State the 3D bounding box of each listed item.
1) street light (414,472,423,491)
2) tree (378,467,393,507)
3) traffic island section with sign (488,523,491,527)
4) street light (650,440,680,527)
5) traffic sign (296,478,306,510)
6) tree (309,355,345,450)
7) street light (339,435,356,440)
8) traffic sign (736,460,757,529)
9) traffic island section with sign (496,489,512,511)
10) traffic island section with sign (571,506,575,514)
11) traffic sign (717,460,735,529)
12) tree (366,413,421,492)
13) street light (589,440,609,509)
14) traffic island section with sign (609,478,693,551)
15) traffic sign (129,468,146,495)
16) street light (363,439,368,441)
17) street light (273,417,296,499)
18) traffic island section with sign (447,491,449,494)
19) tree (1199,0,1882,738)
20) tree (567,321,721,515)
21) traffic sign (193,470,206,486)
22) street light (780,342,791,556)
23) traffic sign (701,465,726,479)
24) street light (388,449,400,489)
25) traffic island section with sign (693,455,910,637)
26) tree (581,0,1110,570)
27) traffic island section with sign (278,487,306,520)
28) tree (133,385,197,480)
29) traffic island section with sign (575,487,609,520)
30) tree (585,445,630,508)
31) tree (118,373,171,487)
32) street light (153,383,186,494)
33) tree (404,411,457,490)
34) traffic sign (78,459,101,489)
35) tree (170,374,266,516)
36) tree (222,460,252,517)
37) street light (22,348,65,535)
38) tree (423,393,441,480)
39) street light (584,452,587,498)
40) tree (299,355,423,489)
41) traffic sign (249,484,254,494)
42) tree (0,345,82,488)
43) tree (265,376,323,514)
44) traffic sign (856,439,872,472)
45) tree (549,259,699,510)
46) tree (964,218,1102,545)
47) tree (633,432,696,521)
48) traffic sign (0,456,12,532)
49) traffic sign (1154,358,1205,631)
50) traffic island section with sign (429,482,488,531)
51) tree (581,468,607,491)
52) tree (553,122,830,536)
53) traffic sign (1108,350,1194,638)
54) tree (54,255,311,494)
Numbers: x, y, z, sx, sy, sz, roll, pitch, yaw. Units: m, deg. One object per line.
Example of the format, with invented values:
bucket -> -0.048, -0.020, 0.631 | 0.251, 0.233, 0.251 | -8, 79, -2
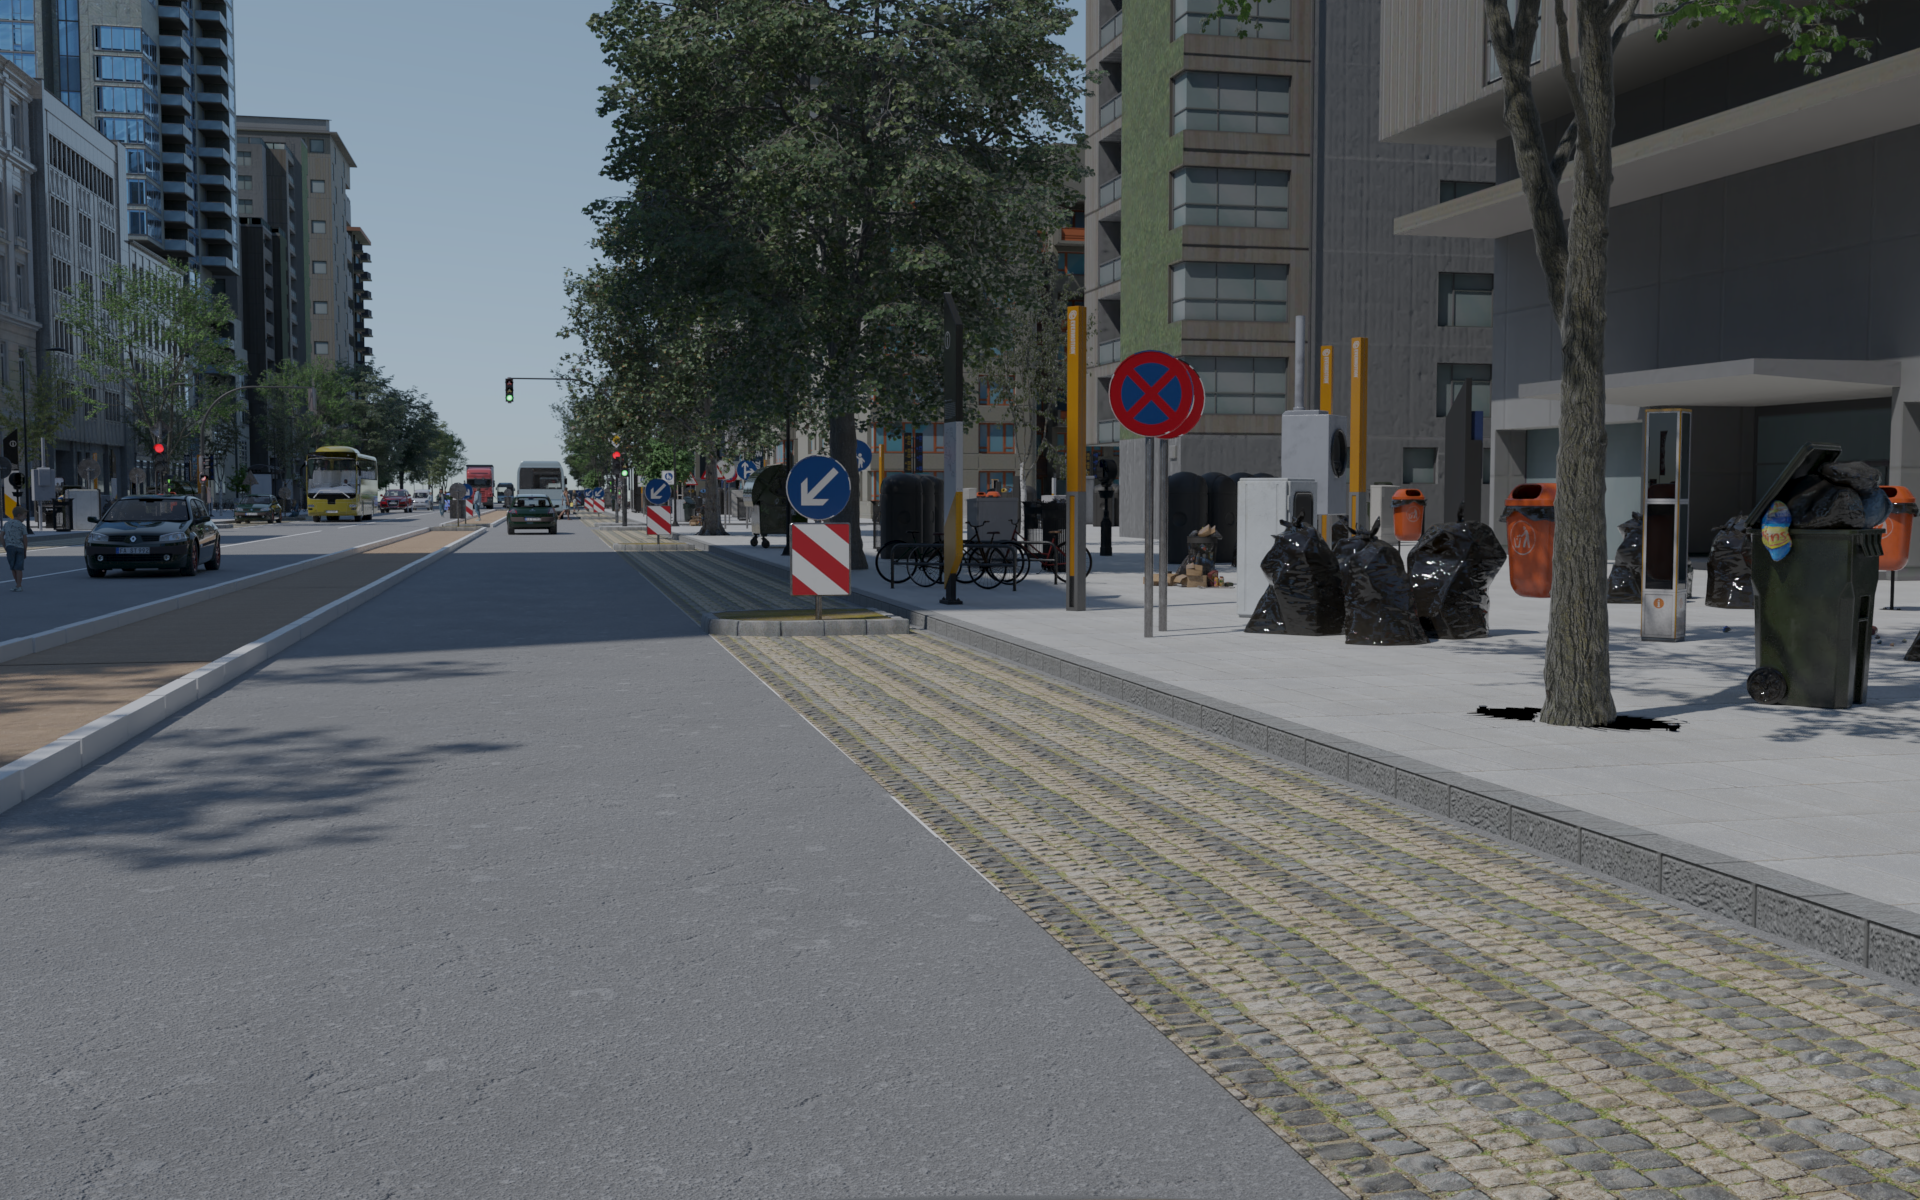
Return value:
street light -> -65.804, -14.556, 210.526 | 1.470, 5.913, 1.316 | -1, 4, -13
tree -> -59.233, -11.728, 175.464 | 4.285, 4.588, 4.351 | 0, 3, 0
traffic island section with sign -> -21.267, -4.065, 74.593 | 2.006, 1.907, 1.989 | -1, 4, -13
street light -> -11.771, -5.846, 68.125 | 1.470, 5.913, 1.316 | -1, 4, -13
traffic sign -> -53.619, -8.610, 140.881 | 0.768, 2.556, 0.104 | 0, 4, -4
tree -> -48.501, -12.447, 129.260 | 9.928, 11.665, 9.643 | 0, 3, 0
street light -> -48.196, -10.012, 136.233 | 1.470, 5.913, 1.316 | -1, 4, -13
traffic sign -> -7.903, -3.924, 64.257 | 0.768, 2.556, 0.104 | 0, 4, -6
traffic island section with sign -> -38.578, -8.537, 147.718 | 2.006, 1.907, 1.989 | -1, 4, -13
traffic island section with sign -> -26.718, -7.059, 124.041 | 1.989, 1.847, 2.006 | -1, 4, -13
traffic sign -> -8.611, -3.877, 63.491 | 0.768, 2.556, 0.104 | -1, 4, -9
tree -> -61.990, -15.483, 187.562 | 8.767, 10.594, 7.601 | 1, 4, 19
street light -> -31.053, -10.838, 149.735 | 1.470, 5.913, 1.316 | -1, 4, -13
traffic island section with sign -> -7.903, -2.194, 44.502 | 1.989, 1.847, 2.006 | -1, 4, -13
traffic sign -> -39.552, -5.088, 83.289 | 0.768, 2.556, 0.104 | 0, 4, -7
street light -> -50.832, -10.656, 146.774 | 1.470, 5.913, 1.316 | -1, 4, -13
street light -> -40.610, -8.048, 104.119 | 1.470, 5.913, 1.316 | -1, 4, -13
traffic island section with sign -> -73.393, -14.694, 248.873 | 1.989, 1.847, 2.006 | -1, 4, -13
tree -> 3.291, -5.115, 9.392 | 9.928, 11.665, 9.643 | 0, 3, 0
tree -> -16.028, -9.635, 91.941 | 8.767, 10.594, 7.601 | 1, 4, 11
traffic sign -> -41.155, -5.717, 93.479 | 0.884, 2.594, 0.081 | 0, 4, -8
street light -> -4.105, -3.875, 35.901 | 1.470, 5.913, 1.316 | -1, 4, -13
traffic sign -> -8.814, -3.785, 61.881 | 0.884, 2.594, 0.081 | 0, 4, -6
street light -> -58.283, -12.592, 178.415 | 1.470, 5.913, 1.316 | -1, 4, -13
traffic island section with sign -> -1.704, -0.590, 18.267 | 1.989, 1.847, 2.006 | -1, 4, -13
tree -> -1.918, -7.488, 29.082 | 9.857, 13.997, 8.962 | 0, 3, 0
traffic island section with sign -> -36.920, -5.265, 94.715 | 1.989, 1.847, 2.006 | -1, 4, -13
tree -> -52.896, -10.094, 115.405 | 4.737, 8.622, 4.395 | 0, 3, 0
traffic island section with sign -> -20.528, -5.454, 97.804 | 1.989, 1.847, 2.006 | -1, 4, -13
tree -> -30.342, -12.513, 154.949 | 4.360, 8.622, 3.978 | 0, 3, 0
tree -> -49.091, -9.519, 105.997 | 4.360, 8.622, 3.978 | 0, 3, 0
street light -> -33.027, -6.106, 72.377 | 1.470, 5.913, 1.316 | -1, 4, -13
tree -> -72.900, -19.523, 237.325 | 7.486, 12.596, 7.792 | 0, 3, 0
traffic sign -> -31.298, -3.802, 62.264 | 0.768, 2.556, 0.104 | -1, 4, -11
tree -> -43.660, -9.269, 101.906 | 4.360, 8.622, 3.978 | 0, 3, 0
tree -> -40.433, -6.301, 97.617 | 1.663, 3.219, 1.824 | 0, 3, 0
street light -> -29.044, -5.038, 54.917 | 1.470, 5.913, 1.316 | -1, 4, -13
tree -> -65.482, -18.089, 202.408 | 9.857, 13.997, 8.962 | 0, 3, 0
street light -> -40.906, -13.407, 191.746 | 1.470, 5.913, 1.316 | -1, 4, -13
tree -> -55.015, -15.377, 158.072 | 9.857, 13.997, 8.962 | 0, 3, 0
traffic sign -> -46.705, -6.956, 113.837 | 0.768, 2.556, 0.104 | 0, 4, -6
tree -> -45.056, -8.216, 84.687 | 4.737, 8.622, 4.395 | 0, 3, 0
tree -> -42.385, -9.681, 108.653 | 4.360, 8.622, 3.978 | 0, 3, 0
traffic sign -> -2.431, -2.460, 40.332 | 0.768, 2.556, 0.104 | -1, 4, -12
tree -> -26.129, -17.241, 137.772 | 12.611, 20.169, 13.585 | 0, 3, 0
tree -> 1.578, -5.654, 42.810 | 4.360, 8.622, 3.978 | 0, 3, 0
tree -> -14.131, -6.064, 82.867 | 4.285, 4.588, 4.351 | 0, 3, 0
traffic sign -> -32.272, -3.556, 58.245 | 0.768, 2.556, 0.104 | 0, 4, -6
traffic sign -> 1.897, -0.980, 16.125 | 0.768, 2.556, 0.104 | -1, 4, -12
traffic island section with sign -> -19.570, -3.624, 67.382 | 2.006, 1.907, 1.989 | -1, 4, -13
tree -> -45.047, -14.082, 213.956 | 4.285, 4.588, 4.351 | 0, 3, 0
tree -> -7.787, -8.342, 53.399 | 9.611, 12.733, 9.660 | 0, 3, 0
traffic sign -> 1.688, -0.937, 15.423 | 0.768, 2.556, 0.104 | 0, 4, -6
tree -> -35.335, -9.225, 76.581 | 9.928, 11.665, 9.643 | 0, 3, 0
